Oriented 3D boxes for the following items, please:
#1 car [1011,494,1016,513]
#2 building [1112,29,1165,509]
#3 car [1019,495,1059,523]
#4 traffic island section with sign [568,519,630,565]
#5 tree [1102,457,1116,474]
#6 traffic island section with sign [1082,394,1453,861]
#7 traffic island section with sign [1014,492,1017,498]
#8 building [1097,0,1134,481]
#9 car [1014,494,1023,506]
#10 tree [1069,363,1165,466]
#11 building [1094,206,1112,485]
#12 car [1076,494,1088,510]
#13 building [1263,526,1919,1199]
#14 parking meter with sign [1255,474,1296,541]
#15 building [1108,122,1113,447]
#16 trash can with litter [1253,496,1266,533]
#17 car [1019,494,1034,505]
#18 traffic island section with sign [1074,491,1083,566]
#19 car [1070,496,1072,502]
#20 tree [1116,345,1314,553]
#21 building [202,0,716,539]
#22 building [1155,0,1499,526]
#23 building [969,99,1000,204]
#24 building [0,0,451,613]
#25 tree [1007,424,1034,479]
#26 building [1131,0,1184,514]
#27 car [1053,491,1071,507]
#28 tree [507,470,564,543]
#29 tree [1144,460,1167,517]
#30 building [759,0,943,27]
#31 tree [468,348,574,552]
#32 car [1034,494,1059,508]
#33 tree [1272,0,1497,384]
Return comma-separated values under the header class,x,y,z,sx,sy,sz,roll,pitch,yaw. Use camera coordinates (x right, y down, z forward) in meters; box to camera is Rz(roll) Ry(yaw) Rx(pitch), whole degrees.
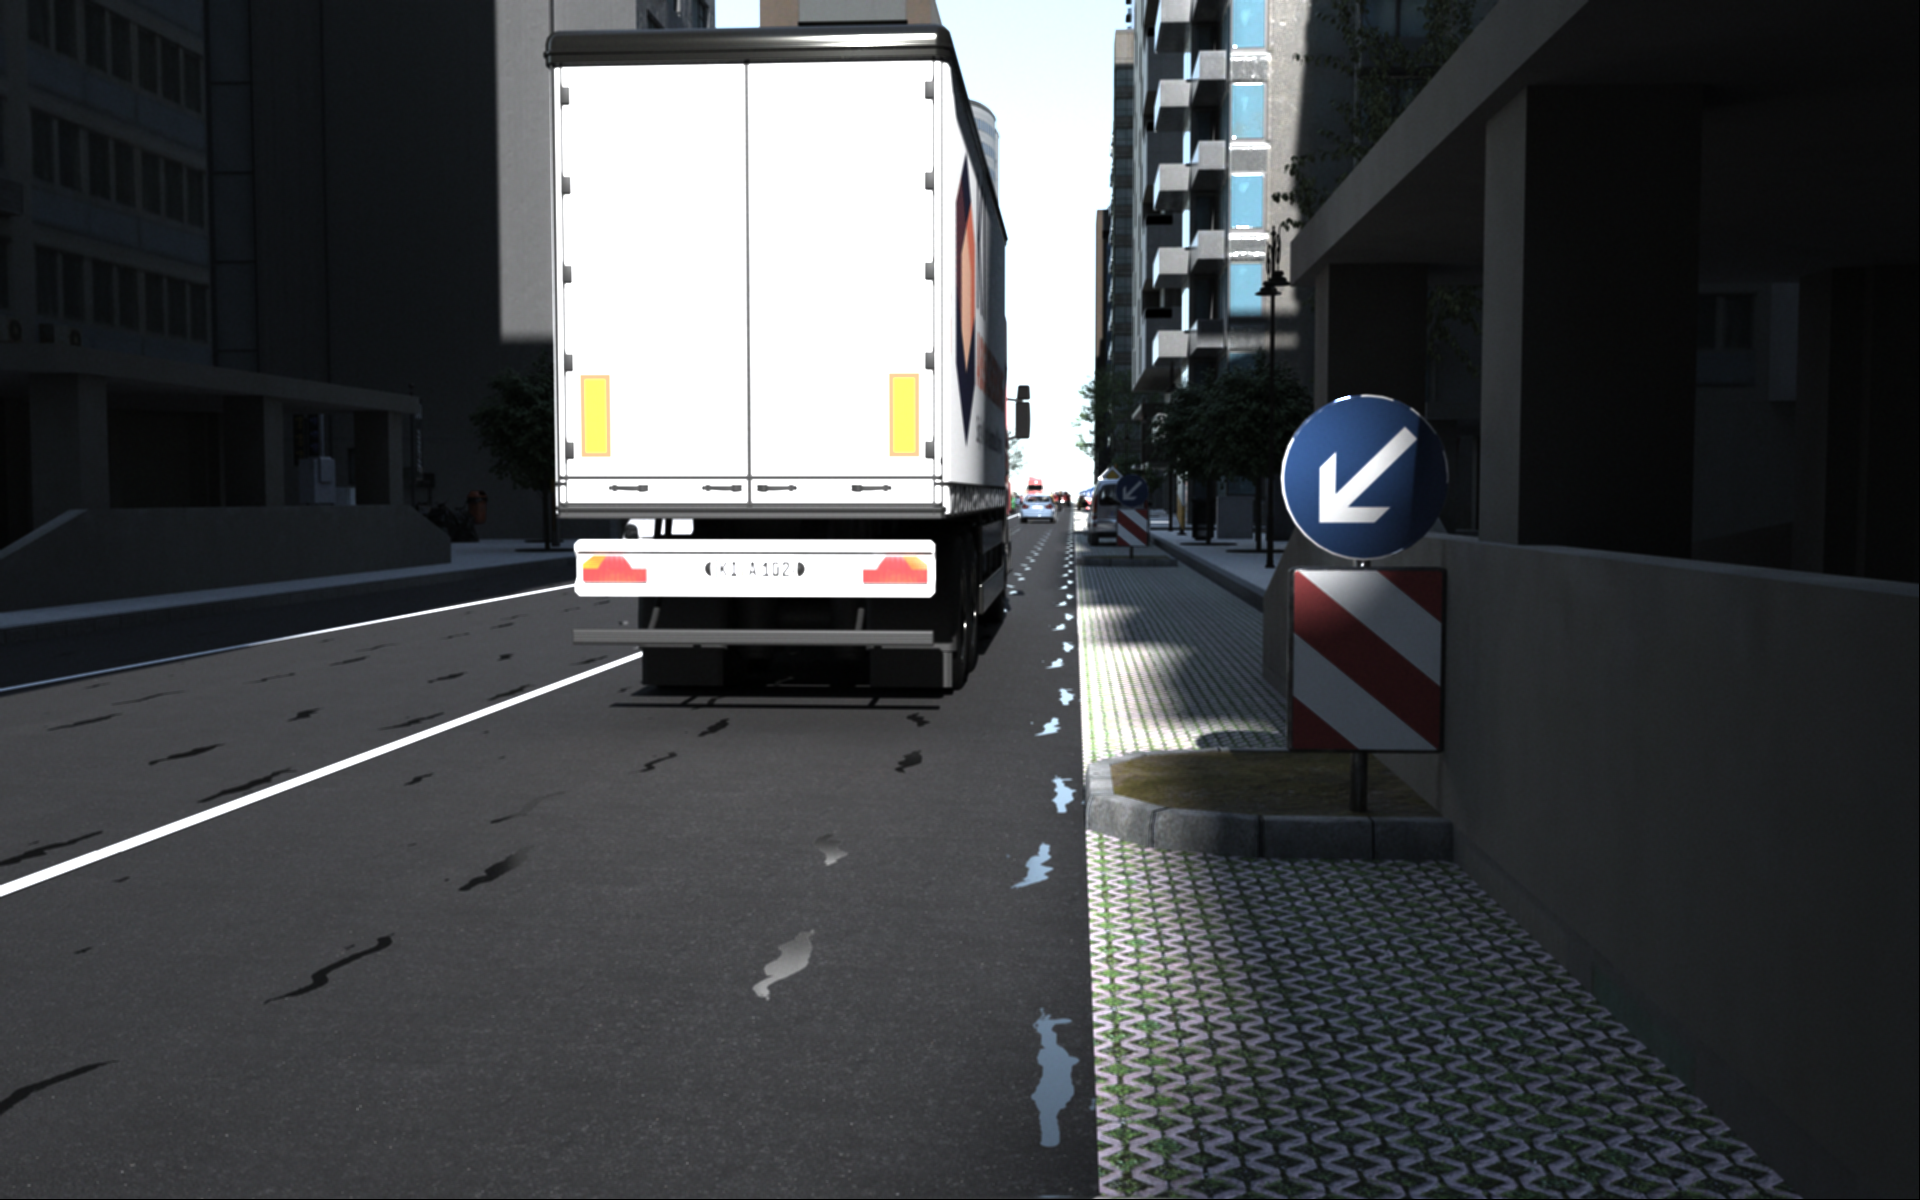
class,x,y,z,sx,sy,sz,roll,pitch,yaw
car,3.216,-7.393,129.676,1.959,1.807,4.718,0,4,4
building,20.727,-28.892,155.981,14.154,41.232,14.086,0,4,4
car,3.942,-4.587,87.000,2.014,1.417,4.499,0,4,5
traffic island section with sign,-6.849,-1.658,35.734,1.989,1.847,2.006,0,4,4
tree,6.230,-3.675,43.800,4.285,4.588,4.351,0,3,0
traffic island section with sign,1.557,0.058,7.684,1.989,1.847,2.006,0,4,4
traffic island section with sign,8.979,-16.477,278.025,1.989,1.847,2.006,0,4,4
building,30.541,-56.709,239.855,22.319,86.520,31.000,0,4,4
car,7.369,-11.814,205.152,2.014,1.417,4.499,0,4,4
tree,12.364,-12.861,136.026,9.928,11.665,9.643,0,3,0
building,27.536,-37.542,263.914,14.600,45.320,14.200,0,4,4
car,11.342,-8.818,154.401,2.015,1.641,3.980,0,4,3
building,17.977,-19.107,4.284,32.217,40.220,23.993,0,4,4
parking meter with sign,8.802,-3.131,47.457,1.738,3.016,0.543,-2,4,-27
building,28.664,-35.625,202.083,23.786,49.044,30.456,0,4,4
trash can with litter,9.817,-2.840,57.492,1.678,1.210,2.233,-1,4,-16
car,7.836,-11.501,197.085,2.155,1.783,4.494,0,4,3
traffic island section with sign,3.331,-1.606,34.886,1.989,1.847,2.006,0,4,4
car,18.079,-17.585,296.561,2.155,1.783,4.494,0,4,3
tree,6.579,-3.345,38.398,4.285,4.588,4.351,0,3,0
building,-15.455,-22.722,55.093,14.086,41.232,14.154,0,4,4
building,23.884,-27.910,75.938,30.456,49.044,23.786,0,4,4
building,-5.358,-43.615,255.098,21.231,58.520,28.212,0,4,4
building,-26.016,-20.387,25.211,32.217,40.220,23.993,0,4,4
tree,7.723,-23.896,301.061,12.009,13.543,11.850,0,3,0
building,24.943,-31.871,110.333,28.713,52.752,27.495,0,4,4
car,11.516,-11.531,197.203,2.281,1.827,5.304,0,4,4
tree,-11.154,-3.163,46.321,1.663,3.219,1.824,0,3,0
tree,10.607,-6.303,97.658,1.663,3.219,1.824,0,3,0
building,-8.842,-30.630,150.910,14.600,45.320,14.200,0,4,4
tree,-9.372,-3.389,39.123,4.285,4.588,4.351,0,3,0
car,5.160,-5.971,107.843,2.015,1.641,3.980,0,4,3
tree,5.945,-4.425,22.719,4.737,8.622,4.395,0,3,0
